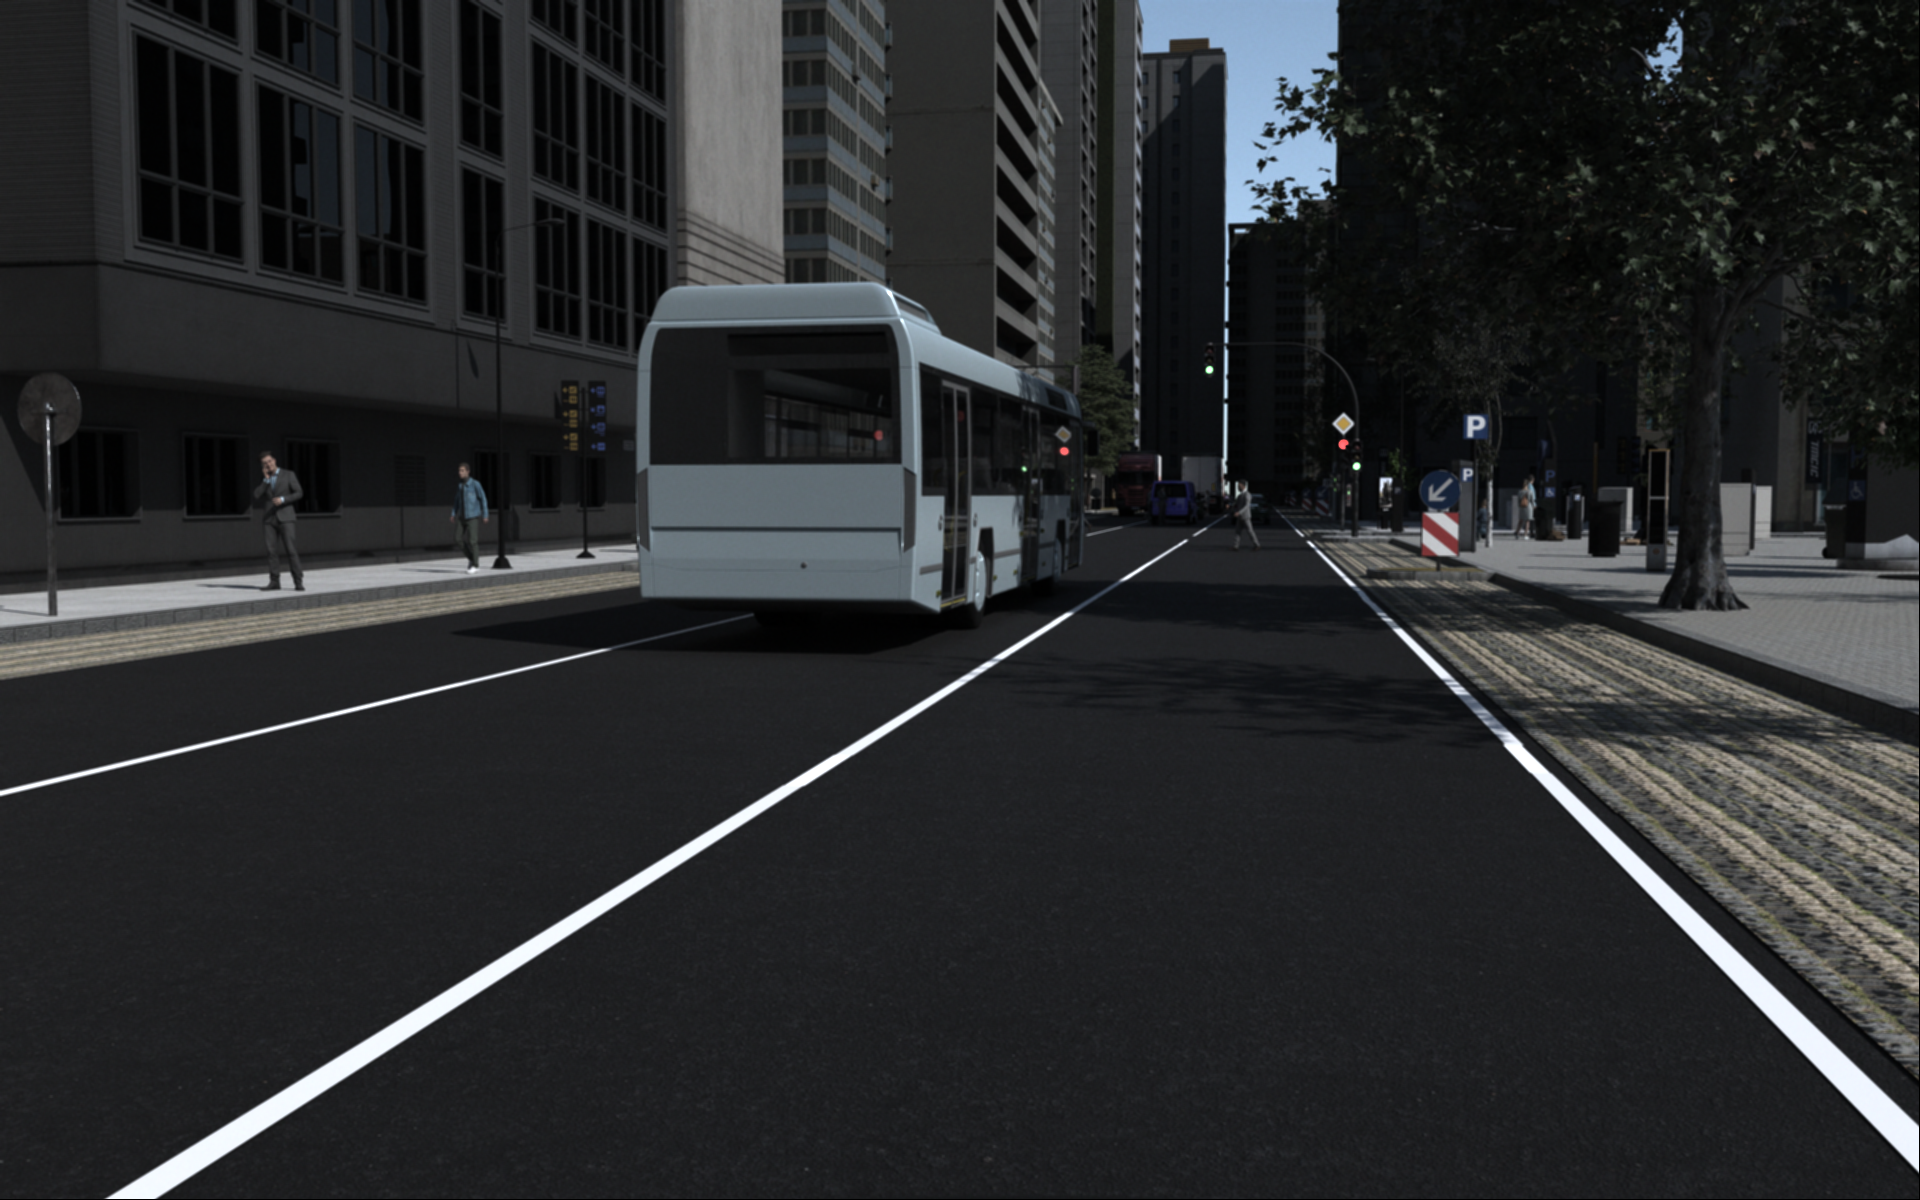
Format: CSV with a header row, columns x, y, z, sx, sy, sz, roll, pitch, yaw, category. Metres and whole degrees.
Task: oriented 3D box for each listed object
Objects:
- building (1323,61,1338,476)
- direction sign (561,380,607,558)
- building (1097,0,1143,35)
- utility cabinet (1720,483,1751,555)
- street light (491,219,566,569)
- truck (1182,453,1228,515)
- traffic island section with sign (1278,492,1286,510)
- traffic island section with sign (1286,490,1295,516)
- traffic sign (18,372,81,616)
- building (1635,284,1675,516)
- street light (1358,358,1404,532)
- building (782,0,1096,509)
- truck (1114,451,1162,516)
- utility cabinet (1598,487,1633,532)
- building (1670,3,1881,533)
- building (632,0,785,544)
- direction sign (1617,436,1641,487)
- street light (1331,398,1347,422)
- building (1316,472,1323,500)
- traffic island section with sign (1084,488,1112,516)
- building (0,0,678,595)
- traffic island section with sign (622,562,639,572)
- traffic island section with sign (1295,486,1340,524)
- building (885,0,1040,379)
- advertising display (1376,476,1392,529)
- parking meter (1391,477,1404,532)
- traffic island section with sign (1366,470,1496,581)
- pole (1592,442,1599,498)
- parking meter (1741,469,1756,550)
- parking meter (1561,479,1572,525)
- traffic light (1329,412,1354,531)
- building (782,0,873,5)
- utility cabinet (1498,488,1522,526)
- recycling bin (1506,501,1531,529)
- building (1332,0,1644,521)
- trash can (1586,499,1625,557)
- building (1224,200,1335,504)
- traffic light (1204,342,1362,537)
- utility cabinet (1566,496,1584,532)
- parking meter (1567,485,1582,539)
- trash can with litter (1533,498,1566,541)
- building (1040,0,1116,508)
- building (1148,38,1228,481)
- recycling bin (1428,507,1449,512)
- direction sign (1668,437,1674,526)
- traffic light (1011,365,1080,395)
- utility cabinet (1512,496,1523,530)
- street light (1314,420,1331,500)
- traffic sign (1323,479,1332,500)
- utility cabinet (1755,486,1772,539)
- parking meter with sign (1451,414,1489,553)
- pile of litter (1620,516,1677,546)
x,y,z,sx,sy,sz,roll,pitch,yaw,category
45.171,-32.730,154.744,23.786,49.044,30.456,1,4,10,building
-7.508,-2.608,34.643,0.876,3.537,0.379,-1,4,-14,direction sign
6.680,-40.323,201.284,28.212,58.520,21.231,1,4,10,building
15.653,-1.656,35.761,1.173,1.500,0.318,0,4,6,utility cabinet
-7.339,-3.482,29.474,1.470,5.913,1.316,1,4,10,street light
17.594,-8.299,124.602,2.839,4.237,11.283,1,4,11,truck
30.589,-9.252,159.905,1.989,1.847,2.006,1,4,10,traffic island section with sign
22.209,-6.296,111.569,1.989,1.847,2.006,1,4,10,traffic island section with sign
-9.543,-1.103,18.146,0.768,2.556,0.104,1,4,13,traffic sign
43.304,-16.580,116.130,27.650,21.520,28.899,1,4,10,building
14.568,-5.311,59.380,1.470,5.913,1.316,1,4,10,street light
-4.710,-28.059,150.648,32.217,40.220,23.993,1,4,10,building
11.877,-7.682,114.522,2.839,4.237,11.283,1,4,9,truck
21.906,-3.014,57.951,0.318,1.500,1.173,-2,4,-30,utility cabinet
39.134,-26.958,64.460,21.600,48.544,21.300,1,4,10,building
-14.839,-12.263,49.643,18.267,20.994,9.793,1,4,10,building
26.276,-4.656,68.119,0.876,3.537,0.379,3,4,37,direction sign
18.841,-6.804,83.794,1.470,5.913,1.316,1,4,10,street light
50.976,-46.176,193.227,20.563,71.187,20.611,1,4,10,building
8.886,-6.366,112.719,1.989,1.847,2.006,1,4,10,traffic island section with sign
-15.605,-14.607,32.336,14.314,27.812,24.014,1,4,10,building
-5.047,-1.455,32.423,1.989,1.847,2.006,1,4,10,traffic island section with sign
17.436,-4.616,84.106,1.989,1.847,2.006,1,4,10,traffic island section with sign
-6.667,-29.998,114.173,21.300,48.544,21.600,1,4,10,building
15.486,-3.543,63.143,0.123,1.923,0.974,3,5,45,advertising display
14.747,-3.217,58.312,0.399,1.863,0.255,1,4,16,parking meter
7.933,-1.265,29.313,1.989,1.847,2.006,1,4,10,traffic island section with sign
25.000,-4.544,68.140,0.158,3.312,0.155,0,3,0,pole
18.186,-2.095,39.972,0.255,1.863,0.399,3,4,36,parking meter
23.930,-3.831,68.351,0.399,1.863,0.255,-3,4,-36,parking meter
13.142,-4.319,59.537,0.839,4.253,0.868,1,4,10,traffic light
-16.620,-23.614,77.965,32.217,40.220,23.993,1,4,10,building
21.837,-3.646,68.283,1.173,1.500,0.318,-1,4,-11,utility cabinet
20.936,-3.195,64.799,0.722,1.027,0.722,-3,5,-45,recycling bin
26.370,-19.400,88.897,14.160,30.474,14.107,1,4,10,building
13.141,-1.447,35.314,0.748,1.137,0.748,0,3,0,trash can
47.604,-32.997,231.389,23.993,40.220,32.217,1,4,10,building
9.701,-4.723,51.886,4.771,5.953,1.251,1,4,10,traffic light
20.960,-2.926,59.003,0.306,1.237,1.020,0,4,2,utility cabinet
17.448,-2.492,49.156,0.372,1.533,0.369,0,3,0,parking meter
16.228,-2.212,47.547,0.624,1.170,1.055,-1,4,-21,trash can with litter
5.013,-44.797,170.683,20.563,71.187,20.611,1,4,10,building
20.906,-42.057,229.636,28.212,58.520,21.231,1,4,10,building
17.404,-3.087,63.019,0.722,1.027,0.722,1,4,17,recycling bin
28.293,-4.710,69.000,0.379,3.537,0.876,3,4,36,direction sign
1.853,-5.311,61.509,4.771,5.953,1.251,1,4,10,traffic light
19.791,-3.077,61.463,0.306,1.237,1.020,2,4,24,utility cabinet
23.072,-8.302,108.276,1.470,5.913,1.316,1,4,10,street light
24.594,-6.962,115.956,0.606,2.300,0.079,1,4,13,traffic sign
22.296,-2.451,48.754,1.173,1.500,0.318,-2,4,-26,utility cabinet
11.287,-2.595,38.684,0.543,3.016,1.738,0,4,3,parking meter with sign
17.220,-1.799,43.379,1.176,0.858,1.719,-1,4,-12,pile of litter
